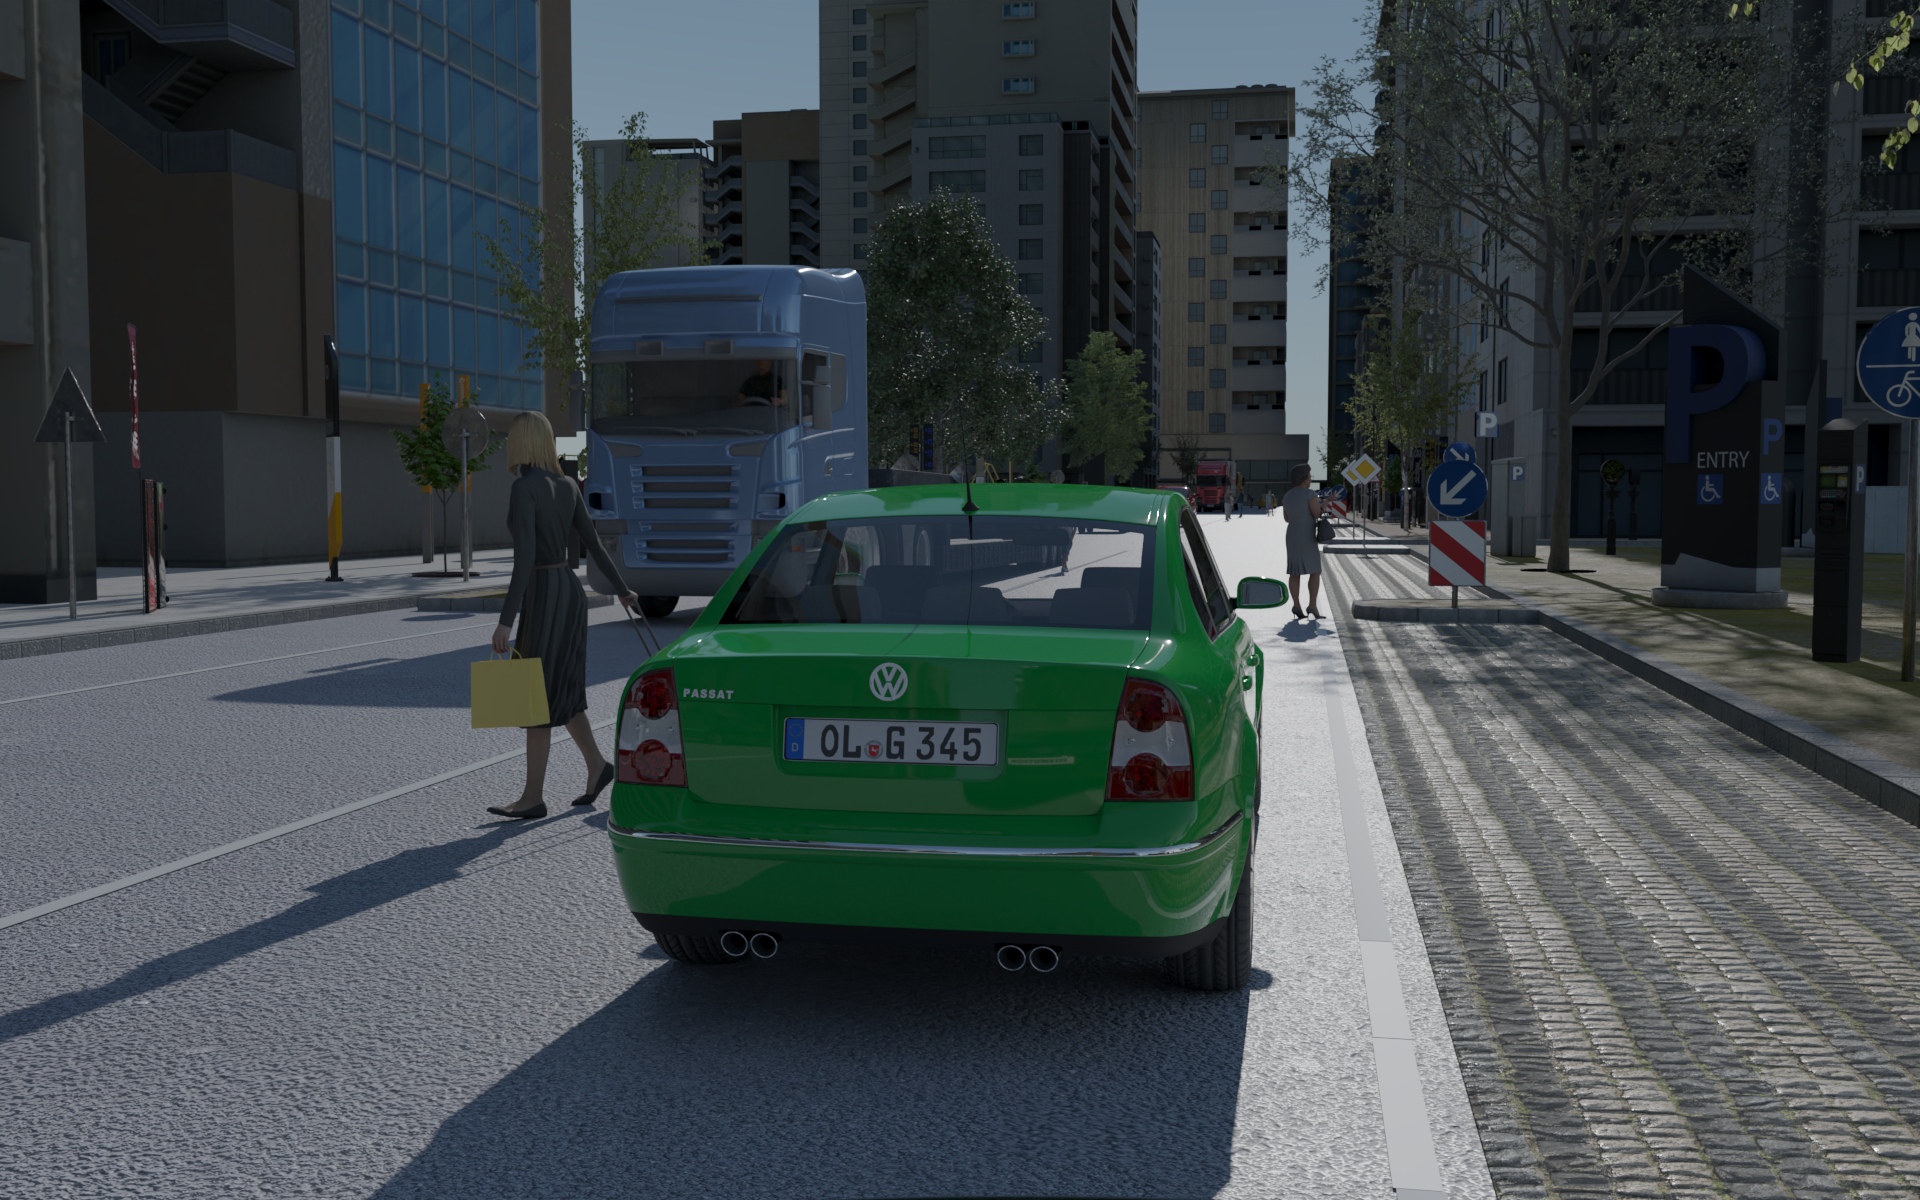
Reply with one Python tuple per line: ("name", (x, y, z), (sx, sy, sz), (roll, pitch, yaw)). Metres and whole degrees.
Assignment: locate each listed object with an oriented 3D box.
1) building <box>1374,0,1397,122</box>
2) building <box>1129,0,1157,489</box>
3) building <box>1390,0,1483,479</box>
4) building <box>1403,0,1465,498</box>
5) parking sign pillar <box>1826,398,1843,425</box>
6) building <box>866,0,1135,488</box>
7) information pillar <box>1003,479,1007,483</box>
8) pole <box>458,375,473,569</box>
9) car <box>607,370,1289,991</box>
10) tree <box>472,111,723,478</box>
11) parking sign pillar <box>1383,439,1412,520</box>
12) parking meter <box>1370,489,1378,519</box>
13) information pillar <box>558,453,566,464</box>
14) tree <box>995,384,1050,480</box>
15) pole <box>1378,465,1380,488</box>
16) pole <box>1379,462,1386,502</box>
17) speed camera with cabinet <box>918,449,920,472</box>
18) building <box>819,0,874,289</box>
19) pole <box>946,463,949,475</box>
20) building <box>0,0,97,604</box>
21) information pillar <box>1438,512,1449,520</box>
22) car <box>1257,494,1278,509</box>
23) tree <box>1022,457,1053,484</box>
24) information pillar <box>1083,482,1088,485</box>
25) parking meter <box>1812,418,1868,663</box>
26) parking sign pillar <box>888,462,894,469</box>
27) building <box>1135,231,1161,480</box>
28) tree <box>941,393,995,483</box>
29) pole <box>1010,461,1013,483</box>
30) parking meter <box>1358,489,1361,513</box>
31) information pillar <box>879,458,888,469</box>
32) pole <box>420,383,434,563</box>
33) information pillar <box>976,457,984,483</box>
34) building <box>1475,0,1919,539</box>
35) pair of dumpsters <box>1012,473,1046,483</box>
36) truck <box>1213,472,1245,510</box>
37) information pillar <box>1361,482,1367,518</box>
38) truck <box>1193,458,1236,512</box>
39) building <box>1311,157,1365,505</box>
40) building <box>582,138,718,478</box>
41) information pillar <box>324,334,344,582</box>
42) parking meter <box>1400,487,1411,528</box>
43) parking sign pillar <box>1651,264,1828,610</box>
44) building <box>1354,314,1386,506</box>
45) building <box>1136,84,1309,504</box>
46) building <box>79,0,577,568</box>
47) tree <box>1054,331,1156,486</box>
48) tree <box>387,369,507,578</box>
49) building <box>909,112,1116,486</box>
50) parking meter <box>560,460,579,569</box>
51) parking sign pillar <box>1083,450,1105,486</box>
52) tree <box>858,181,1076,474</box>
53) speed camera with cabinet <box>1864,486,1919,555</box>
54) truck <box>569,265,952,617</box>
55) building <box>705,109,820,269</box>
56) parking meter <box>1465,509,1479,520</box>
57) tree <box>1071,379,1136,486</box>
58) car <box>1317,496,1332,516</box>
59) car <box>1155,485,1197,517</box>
("building", (47.091, -30.275, 149.624), (22.147, 44.769, 28.867), (1, 4, 11))
("building", (9.238, -44.938, 172.995), (20.563, 71.187, 20.611), (1, 4, 11))
("building", (39.779, -29.293, 129.053), (14.600, 45.320, 14.200), (1, 4, 11))
("building", (39.111, -29.694, 105.102), (23.786, 49.044, 30.456), (1, 4, 11))
("parking sign pillar", (17.600, -2.869, 35.387), (1.447, 3.967, 1.447), (1, 4, 16))
("building", (3.688, -32.361, 152.803), (21.300, 48.544, 21.600), (1, 4, 11))
("information pillar", (2.115, -4.952, 85.458), (0.304, 2.012, 0.304), (2, 4, 31))
("pole", (-8.505, -2.197, 29.760), (0.158, 3.312, 0.155), (0, 3, 0))
("car", (0.236, 0.141, 6.489), (1.959, 1.807, 4.718), (1, 4, 11))
("tree", (-6.687, -5.038, 32.742), (4.737, 8.622, 4.395), (0, 3, 0))
("parking sign pillar", (21.495, -5.899, 84.924), (1.447, 3.967, 1.447), (-2, 4, -27))
("parking meter", (21.164, -4.905, 88.604), (0.372, 1.533, 0.369), (0, 3, 0))
("information pillar", (-22.512, -6.520, 97.963), (0.504, 3.616, 0.183), (1, 4, 8))
("tree", (4.047, -10.000, 113.864), (4.737, 8.622, 4.395), (0, 3, 0))
("pole", (29.122, -7.735, 120.312), (0.158, 3.312, 0.155), (0, 3, 0))
("pole", (24.140, -6.403, 98.539), (0.158, 3.312, 0.155), (0, 3, 0))
("speed camera with cabinet", (-1.757, -5.065, 77.152), (0.660, 3.252, 2.038), (1, 4, 18))
("building", (-2.858, -46.057, 191.279), (20.611, 71.187, 20.563), (1, 4, 11))
("pole", (-0.807, -7.413, 115.044), (0.158, 3.312, 0.155), (0, 3, 0))
("building", (-22.904, -23.702, 11.233), (21.300, 48.544, 21.600), (1, 4, 11))
("information pillar", (14.240, -2.844, 50.990), (0.304, 2.012, 0.304), (1, 4, 20))
("car", (29.535, -9.551, 166.384), (2.015, 1.641, 3.980), (1, 4, 11))
("tree", (3.386, -5.410, 83.049), (1.663, 3.219, 1.824), (0, 3, 0))
("information pillar", (7.497, -6.075, 103.825), (0.304, 2.012, 0.304), (0, 4, 5))
("parking meter", (6.738, -0.462, 13.266), (0.255, 1.863, 0.399), (3, 5, 45))
("parking sign pillar", (-4.181, -7.233, 106.726), (1.447, 3.967, 1.447), (-1, 4, -17))
("building", (15.106, -25.751, 192.733), (14.107, 30.474, 14.160), (1, 4, 11))
("tree", (-0.702, -9.140, 99.808), (4.737, 8.622, 4.395), (0, 3, 0))
("pole", (3.173, -6.950, 107.471), (0.158, 3.312, 0.155), (0, 3, 0))
("parking meter", (27.214, -6.850, 117.713), (0.255, 1.863, 0.399), (1, 4, 15))
("information pillar", (-3.230, -4.986, 72.874), (0.183, 3.616, 0.504), (-3, 5, -44))
("pole", (-9.869, -2.336, 32.044), (0.158, 3.312, 0.155), (0, 3, 0))
("information pillar", (0.972, -5.744, 85.268), (0.183, 3.616, 0.504), (3, 5, 43))
("building", (28.614, -37.738, 55.265), (20.611, 71.187, 20.563), (1, 4, 11))
("pair of dumpsters", (3.157, -4.687, 79.134), (1.574, 2.255, 4.437), (1, 4, 11))
("truck", (23.780, -9.696, 154.450), (3.469, 3.379, 9.791), (1, 4, 11))
("information pillar", (21.832, -5.448, 93.574), (0.304, 2.012, 0.304), (1, 4, 9))
("truck", (20.457, -9.148, 138.475), (2.839, 4.237, 11.283), (1, 4, 13))
("building", (58.799, -34.346, 216.179), (28.867, 44.769, 22.147), (1, 4, 11))
("building", (-34.584, -31.697, 201.841), (14.086, 41.232, 14.154), (1, 4, 11))
("information pillar", (-9.155, -2.076, 25.297), (0.183, 3.616, 0.504), (-2, 4, -33))
("parking meter", (16.690, -3.451, 64.841), (0.372, 1.533, 0.369), (0, 3, 0))
("parking sign pillar", (8.723, -1.916, 19.800), (1.447, 3.967, 1.447), (-2, 4, -28))
("building", (55.184, -20.373, 178.132), (27.650, 21.520, 28.899), (1, 4, 11))
("building", (31.476, -38.872, 224.800), (27.495, 52.752, 28.713), (1, 4, 11))
("building", (-17.874, -23.645, 36.708), (14.200, 45.320, 14.600), (1, 4, 11))
("tree", (10.038, -12.425, 121.278), (7.486, 12.596, 7.792), (0, 3, 0))
("tree", (-8.169, -1.984, 27.044), (1.663, 3.219, 1.824), (0, 3, 0))
("building", (4.398, -22.224, 135.062), (14.160, 30.474, 14.107), (1, 4, 11))
("parking meter", (-6.717, -1.470, 29.739), (0.255, 1.863, 0.399), (-2, 4, -29))
("parking sign pillar", (8.222, -7.219, 106.503), (1.447, 3.967, 1.447), (0, 4, -5))
("tree", (-0.816, -8.994, 64.053), (9.611, 12.733, 9.660), (0, 3, 0))
("speed camera with cabinet", (19.427, -2.612, 37.038), (0.660, 3.252, 2.038), (-3, 4, -38))
("truck", (-0.979, -2.254, 26.613), (2.967, 4.110, 18.799), (1, 4, 13))
("building", (-20.086, -33.575, 199.063), (14.200, 45.320, 14.600), (1, 4, 11))
("parking meter", (15.976, -2.960, 54.101), (0.399, 1.863, 0.255), (3, 4, 37))
("tree", (9.221, -9.852, 111.435), (4.737, 8.622, 4.395), (0, 3, 0))
("car", (23.069, -6.026, 111.105), (1.945, 1.354, 3.894), (1, 4, 10))
("car", (9.415, -4.176, 76.948), (2.281, 1.827, 5.304), (1, 4, 11))
